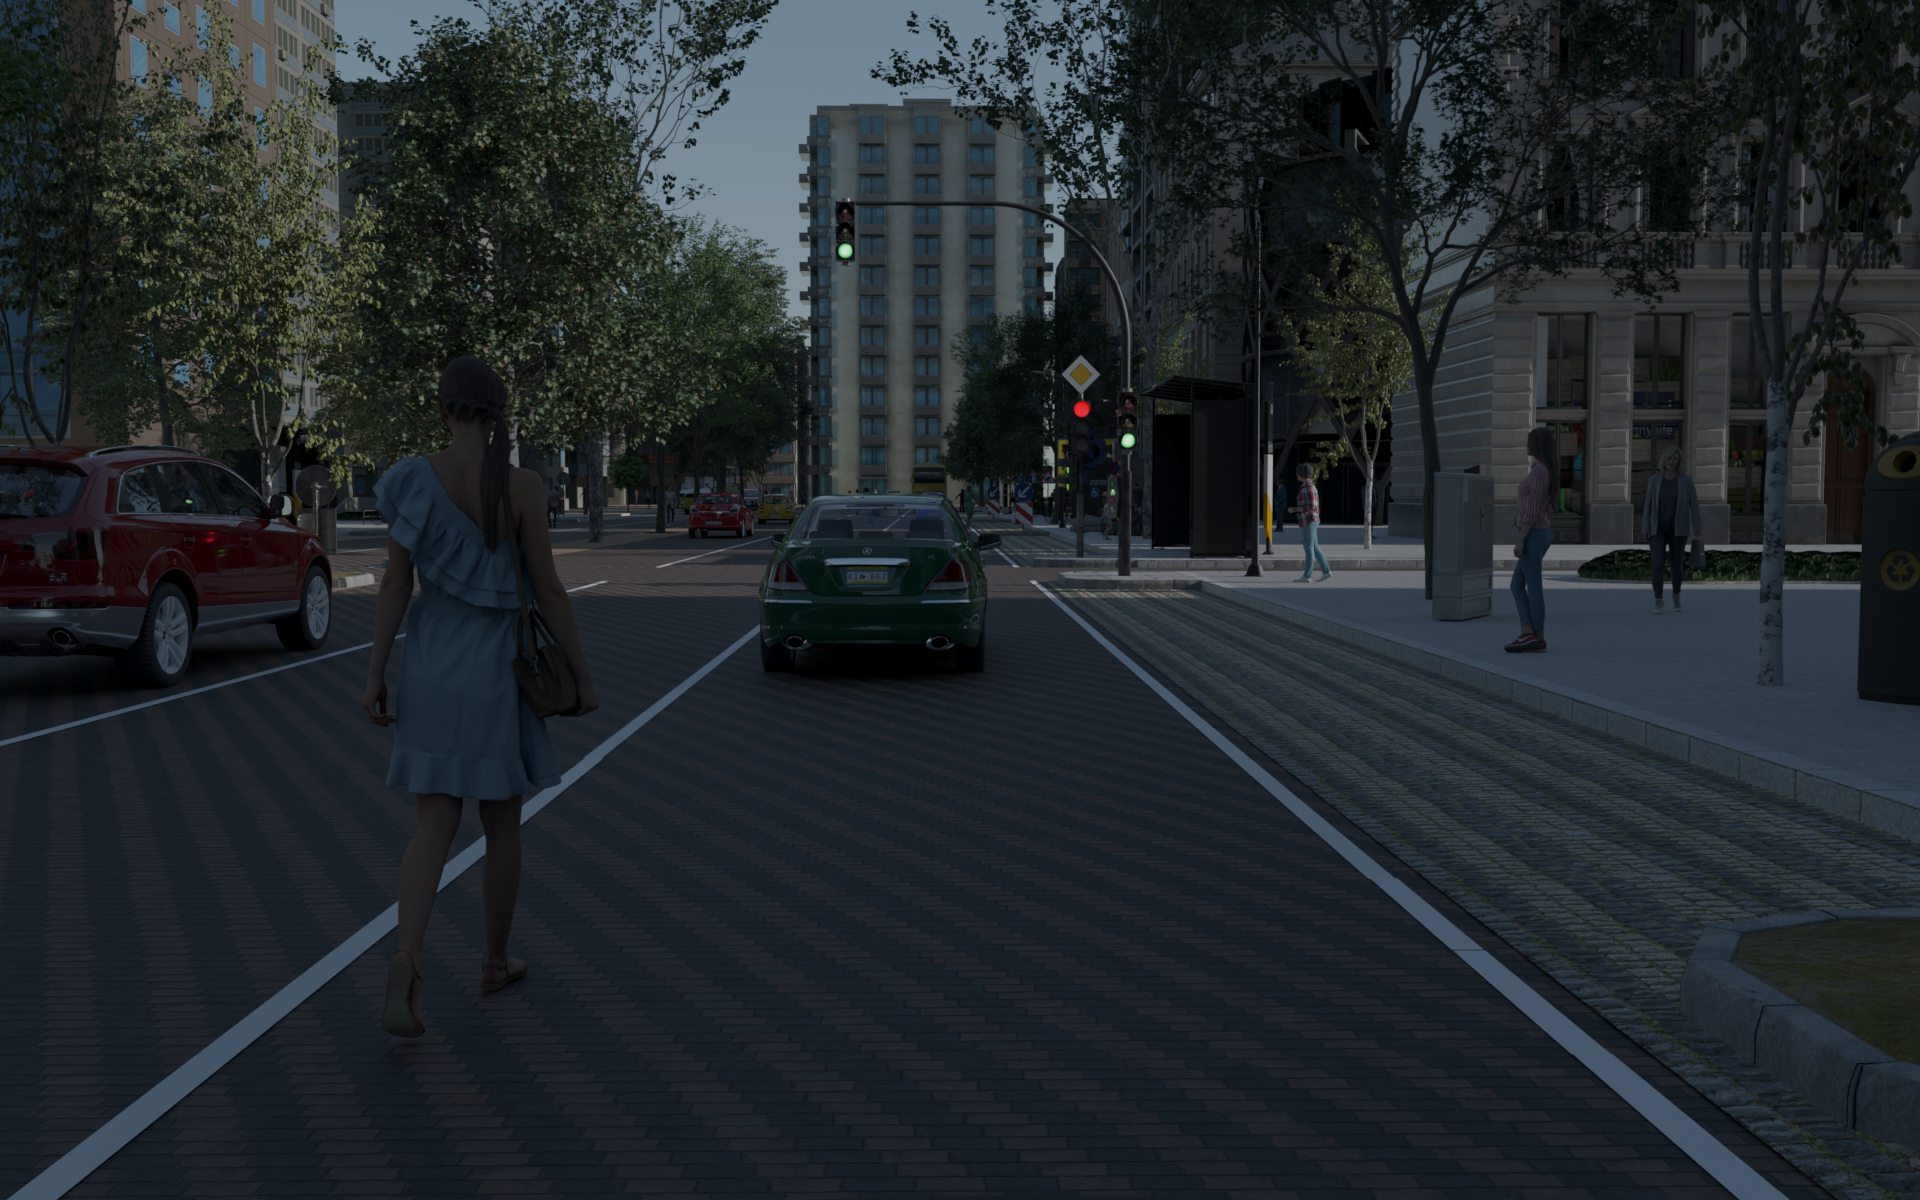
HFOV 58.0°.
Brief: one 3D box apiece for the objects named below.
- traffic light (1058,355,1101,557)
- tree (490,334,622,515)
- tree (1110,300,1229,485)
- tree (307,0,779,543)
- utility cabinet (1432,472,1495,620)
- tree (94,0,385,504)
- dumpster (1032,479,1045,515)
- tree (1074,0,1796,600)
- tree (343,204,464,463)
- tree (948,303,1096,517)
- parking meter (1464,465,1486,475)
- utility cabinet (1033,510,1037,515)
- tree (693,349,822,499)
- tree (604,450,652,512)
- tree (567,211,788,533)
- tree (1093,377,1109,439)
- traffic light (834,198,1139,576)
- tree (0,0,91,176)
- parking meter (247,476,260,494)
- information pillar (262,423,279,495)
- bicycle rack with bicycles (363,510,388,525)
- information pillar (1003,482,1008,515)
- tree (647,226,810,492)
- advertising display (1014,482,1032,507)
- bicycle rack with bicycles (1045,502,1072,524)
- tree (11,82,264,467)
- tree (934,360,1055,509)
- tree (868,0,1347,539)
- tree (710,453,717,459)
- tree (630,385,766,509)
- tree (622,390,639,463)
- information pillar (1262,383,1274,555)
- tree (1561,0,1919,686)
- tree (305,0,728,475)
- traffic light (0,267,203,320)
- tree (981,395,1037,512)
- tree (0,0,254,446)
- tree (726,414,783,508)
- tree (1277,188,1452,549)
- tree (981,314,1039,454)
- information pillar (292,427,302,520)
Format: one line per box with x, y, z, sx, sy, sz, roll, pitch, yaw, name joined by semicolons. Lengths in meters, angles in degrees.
2.419;-2.823;35.073;0.839;4.253;0.868;0;4;-1;traffic light
-23.647;-9.711;93.194;8.767;10.594;7.601;-2;4;-24;tree
7.999;-7.038;65.438;4.737;8.622;4.395;0;3;0;tree
-11.905;-11.787;51.058;12.611;20.169;13.585;0;3;0;tree
5.210;-0.561;17.857;0.318;1.500;1.173;2;4;32;utility cabinet
-10.189;-4.428;25.226;4.737;8.622;4.395;0;3;0;tree
4.383;-6.289;105.317;1.502;2.255;1.985;0;4;-1;dumpster
5.805;-5.302;21.105;8.767;10.594;7.601;0;4;-4;tree
-22.369;-9.216;68.816;7.486;12.596;7.792;0;3;0;tree
3.522;-10.380;95.471;9.928;11.665;9.643;0;3;0;tree
10.245;-1.764;34.545;0.255;1.863;0.399;-3;4;-39;parking meter
4.496;-6.015;107.021;0.318;1.500;1.173;-1;4;-11;utility cabinet
-11.476;-9.484;91.937;8.767;10.594;7.601;0;4;-1;tree
-23.508;-8.467;122.151;4.285;4.588;4.351;0;3;0;tree
-10.805;-8.225;62.687;9.928;11.665;9.643;0;3;0;tree
8.811;-9.377;103.676;4.737;8.622;4.395;0;3;0;tree
0.463;-3.195;26.912;4.771;5.953;1.251;0;4;-1;traffic light
-10.146;-5.160;12.574;9.928;11.665;9.643;0;3;0;tree
-22.779;-3.068;55.867;0.255;1.863;0.399;0;4;1;parking meter
-22.169;-3.933;55.657;0.183;3.616;0.504;3;5;43;information pillar
-23.350;-3.598;72.208;2.852;0.926;2.925;3;4;37;bicycle rack with bicycles
2.834;-6.362;108.504;0.304;2.012;0.304;0;4;-7;information pillar
-11.556;-10.636;83.018;9.857;13.997;8.962;0;3;0;tree
3.296;-5.213;90.440;0.974;1.923;0.123;-1;4;-18;advertising display
4.964;-3.785;75.273;2.925;0.926;2.852;-2;4;-28;bicycle rack with bicycles
-22.846;-7.990;48.764;7.486;12.596;7.792;0;3;0;tree
3.234;-14.002;145.945;9.611;12.733;9.660;0;3;0;tree
4.170;-11.851;49.661;12.611;20.169;13.585;0;3;0;tree
-24.061;-13.605;172.805;4.360;8.622;3.978;0;3;0;tree
-24.228;-14.584;148.820;12.009;13.543;11.850;0;3;0;tree
-23.053;-10.595;107.633;7.601;10.594;8.767;1;4;19;tree
6.502;-2.761;36.505;0.183;3.616;0.504;1;4;22;information pillar
5.674;-3.727;11.306;4.360;8.622;3.978;0;3;0;tree
-10.457;-7.379;40.119;9.611;12.733;9.660;0;3;0;tree
-17.649;-3.675;34.756;4.771;5.953;1.251;0;4;-1;traffic light
3.196;-10.535;122.607;4.360;8.622;3.978;0;3;0;tree
-10.386;-4.102;19.893;4.360;8.622;3.978;0;3;0;tree
-11.364;-8.884;98.068;4.360;8.622;3.978;0;3;0;tree
9.462;-5.492;40.161;4.737;8.622;4.395;0;3;0;tree
4.306;-8.472;72.935;7.601;10.594;8.767;2;4;29;tree
-22.673;-4.152;59.232;0.183;3.616;0.504;0;4;5;information pillar
